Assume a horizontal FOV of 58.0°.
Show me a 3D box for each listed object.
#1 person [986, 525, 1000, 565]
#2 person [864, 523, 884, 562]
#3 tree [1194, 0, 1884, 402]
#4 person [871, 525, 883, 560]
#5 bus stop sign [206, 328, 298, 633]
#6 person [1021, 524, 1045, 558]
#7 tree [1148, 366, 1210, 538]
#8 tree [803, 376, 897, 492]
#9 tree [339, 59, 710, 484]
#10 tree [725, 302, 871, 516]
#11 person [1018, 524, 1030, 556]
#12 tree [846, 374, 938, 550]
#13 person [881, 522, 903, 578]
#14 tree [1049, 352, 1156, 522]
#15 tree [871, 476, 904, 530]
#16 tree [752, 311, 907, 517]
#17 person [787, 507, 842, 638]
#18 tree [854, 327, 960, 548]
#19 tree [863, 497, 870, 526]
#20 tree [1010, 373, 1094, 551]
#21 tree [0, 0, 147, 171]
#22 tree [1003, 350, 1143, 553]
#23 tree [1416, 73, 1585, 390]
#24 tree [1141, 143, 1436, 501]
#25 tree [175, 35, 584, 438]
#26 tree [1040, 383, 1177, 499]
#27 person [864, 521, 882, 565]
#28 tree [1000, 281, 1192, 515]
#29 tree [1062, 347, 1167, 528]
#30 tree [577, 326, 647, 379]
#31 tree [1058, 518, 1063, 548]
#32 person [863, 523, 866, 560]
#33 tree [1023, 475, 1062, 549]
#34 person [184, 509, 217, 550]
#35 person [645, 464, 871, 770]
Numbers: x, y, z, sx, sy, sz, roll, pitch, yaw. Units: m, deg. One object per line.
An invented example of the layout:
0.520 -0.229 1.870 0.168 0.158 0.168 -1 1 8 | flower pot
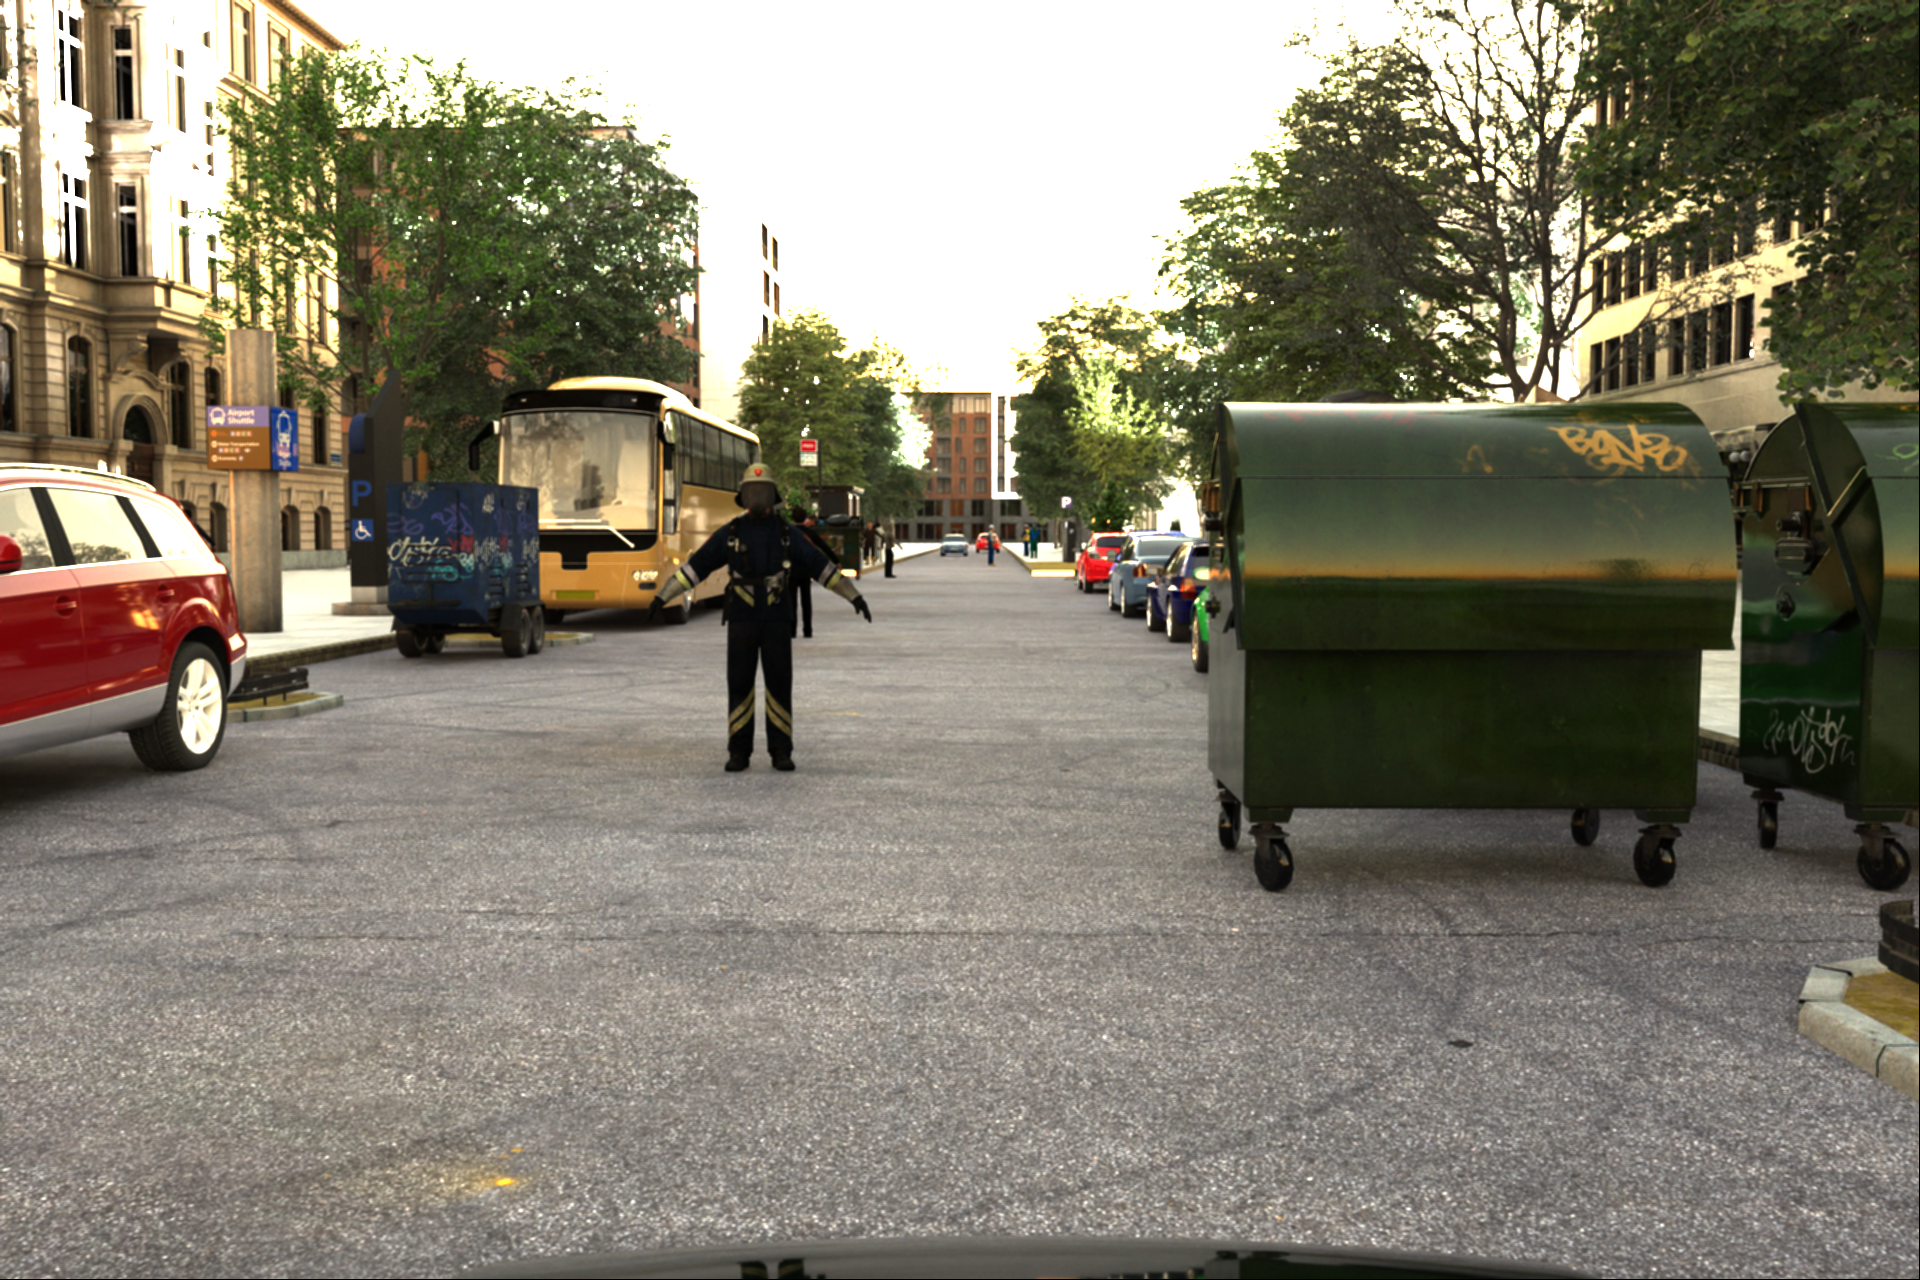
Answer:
1.456 -4.329 79.091 0.705 1.847 1.347 -1 4 -22 | person
-3.744 -4.470 79.270 1.347 1.806 0.705 0 4 -3 | person
9.433 -7.219 28.405 12.009 13.543 11.850 0 3 0 | tree
-4.246 -4.844 85.924 1.216 1.740 0.721 0 4 -5 | person
-9.191 -2.051 22.551 0.837 3.901 0.837 0 4 2 | bus stop sign
3.880 -5.204 91.214 1.347 1.817 0.704 -1 4 -22 | person
10.340 -7.615 74.872 4.737 8.622 4.395 0 3 0 | tree
-7.592 -11.315 110.760 9.928 11.665 9.643 0 3 0 | tree
-11.462 -8.551 46.471 9.857 13.997 8.962 0 3 0 | tree
-7.974 -10.216 85.159 7.486 12.596 7.792 0 3 0 | tree
3.780 -5.717 99.440 0.705 1.833 1.349 2 4 31 | person
-6.637 -14.094 137.093 9.857 13.997 8.962 0 3 0 | tree
-2.298 -2.960 56.978 0.705 1.813 1.348 -2 4 -32 | person
8.842 -11.574 107.369 7.486 12.596 7.792 0 3 0 | tree
-6.844 -11.947 145.703 4.360 8.622 3.978 0 3 0 | tree
-7.466 -11.750 98.770 9.857 13.997 8.962 0 3 0 | tree
-2.240 -0.938 23.981 1.347 1.806 0.705 -2 4 -24 | person
-6.018 -18.449 157.523 12.611 20.169 13.585 0 3 0 | tree
-7.497 -10.390 120.234 4.360 8.622 3.978 0 3 0 | tree
8.230 -13.886 133.691 9.857 13.997 8.962 0 3 0 | tree
-12.141 -6.301 13.396 12.009 13.543 11.850 0 3 0 | tree
8.109 -13.048 119.988 9.857 13.997 8.962 0 3 0 | tree
25.635 -13.180 71.375 12.611 20.169 13.585 0 3 0 | tree
10.427 -9.095 55.356 9.857 13.997 8.962 0 3 0 | tree
-11.776 -6.709 35.456 9.928 11.665 9.643 0 3 0 | tree
8.012 -9.984 97.658 8.767 10.594 7.601 0 4 -3 | tree
-3.719 -4.010 71.699 1.346 1.812 0.704 0 4 6 | person
7.086 -11.023 86.876 9.857 13.997 8.962 0 3 0 | tree
5.785 -7.186 67.849 4.737 8.622 4.395 0 3 0 | tree
-11.519 -6.424 55.387 4.360 8.622 3.978 0 3 0 | tree
9.435 -14.318 159.846 9.928 11.665 9.643 0 3 0 | tree
-4.725 -4.813 84.627 1.347 1.837 0.705 2 4 30 | person
8.432 -14.093 148.550 7.486 12.596 7.792 0 3 0 | tree
-16.843 -1.940 37.761 1.345 1.823 0.704 -3 5 -45 | person
-1.219 -0.140 10.519 1.354 1.856 0.705 0 4 -5 | person
